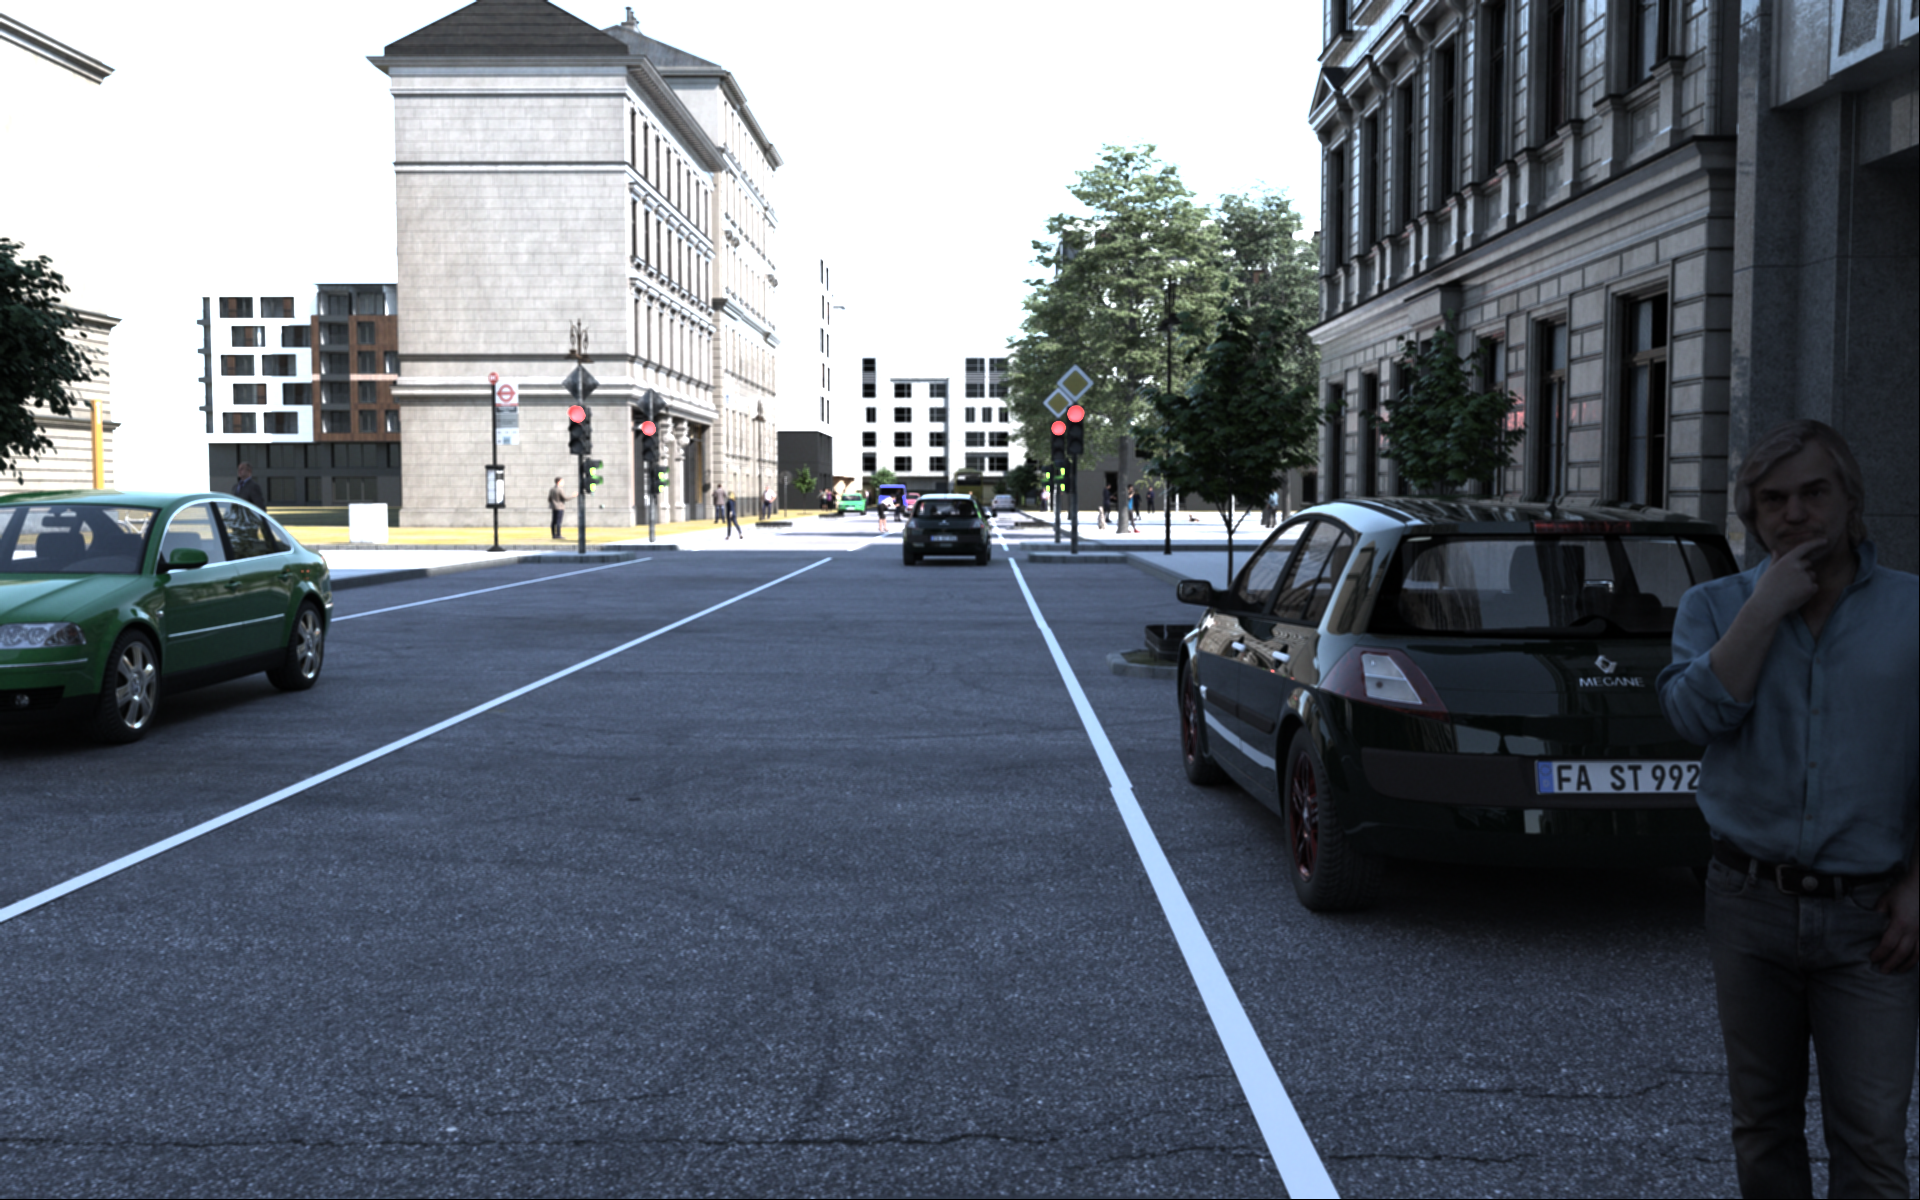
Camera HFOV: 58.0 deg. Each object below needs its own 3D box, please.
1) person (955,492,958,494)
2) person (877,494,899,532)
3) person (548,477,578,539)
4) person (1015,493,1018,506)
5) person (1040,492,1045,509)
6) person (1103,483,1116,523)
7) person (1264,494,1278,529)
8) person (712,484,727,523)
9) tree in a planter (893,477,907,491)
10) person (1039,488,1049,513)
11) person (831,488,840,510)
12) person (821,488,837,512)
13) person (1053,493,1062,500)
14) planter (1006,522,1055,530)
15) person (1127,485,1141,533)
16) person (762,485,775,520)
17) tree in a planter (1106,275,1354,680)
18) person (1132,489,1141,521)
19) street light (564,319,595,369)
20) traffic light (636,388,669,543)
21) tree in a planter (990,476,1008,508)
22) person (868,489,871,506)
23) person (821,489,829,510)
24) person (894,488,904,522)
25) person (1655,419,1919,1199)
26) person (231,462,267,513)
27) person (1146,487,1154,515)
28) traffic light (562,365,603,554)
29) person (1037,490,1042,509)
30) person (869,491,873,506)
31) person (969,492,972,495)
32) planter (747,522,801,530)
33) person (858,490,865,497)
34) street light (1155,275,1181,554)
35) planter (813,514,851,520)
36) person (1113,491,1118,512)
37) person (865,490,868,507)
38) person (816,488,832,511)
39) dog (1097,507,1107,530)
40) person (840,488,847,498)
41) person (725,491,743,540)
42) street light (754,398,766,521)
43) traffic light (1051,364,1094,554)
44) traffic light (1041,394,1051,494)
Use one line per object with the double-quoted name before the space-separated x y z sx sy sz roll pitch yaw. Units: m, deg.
"person" -0.135 -6.474 116.569 0.590 1.554 0.614 1 4 22
"person" -2.749 -3.294 65.545 0.628 1.438 0.799 2 4 30
"person" -11.314 -2.621 49.421 0.750 1.759 0.617 -2 4 -34
"person" 6.000 -10.582 182.321 0.557 1.426 1.065 1 4 21
"person" 7.094 -8.504 148.313 0.421 1.427 0.697 2 4 24
"person" 6.705 -4.356 77.719 0.568 1.767 0.683 1 4 13
"person" 11.544 -3.416 64.106 0.499 1.552 0.429 -1 4 -9
"person" -10.564 -4.235 76.104 0.655 1.722 0.431 -1 4 -11
"tree in a planter" -6.277 -10.831 174.313 1.991 3.239 1.994 0 4 1
"person" 5.793 -6.885 119.555 0.436 1.711 0.756 -3 4 -36
"person" -10.351 -8.340 142.923 1.217 1.766 0.721 0 4 -8
"person" -9.632 -7.370 127.219 1.217 1.739 0.721 0 4 -1
"person" 6.214 -6.338 110.353 0.600 1.739 0.565 0 4 3
"planter" 2.848 -2.978 69.834 1.991 0.319 1.994 0 4 1
"person" 5.595 -2.988 56.762 0.662 1.594 0.647 -1 4 -11
"person" -9.548 -4.817 85.734 0.756 1.711 0.436 2 4 33
"tree in a planter" 2.219 -1.036 14.160 1.991 3.239 1.994 0 4 1
"person" 8.563 -4.600 83.798 0.480 1.512 0.613 1 4 23
"street light" -10.041 -4.467 45.829 0.468 5.910 1.993 0 4 1
"traffic light" -8.031 -3.420 45.169 0.839 4.213 0.868 0 4 1
"tree in a planter" 4.022 -10.802 173.838 1.991 3.239 1.994 0 4 1
"person" -9.886 -11.186 188.921 0.705 1.826 1.348 -1 4 -15
"person" -10.787 -8.030 138.128 0.445 1.727 0.742 3 5 39
"person" -3.161 -4.942 90.115 0.431 1.722 0.655 1 4 20
"person" 1.412 0.483 2.820 0.429 1.552 0.499 -2 4 -34
"person" -10.678 -1.177 25.846 0.990 1.755 0.434 2 4 33
"person" 11.885 -6.216 108.381 0.576 1.737 0.504 2 4 27
"traffic light" -8.122 -2.932 37.184 0.839 4.213 0.868 0 4 1
"person" 6.902 -8.686 149.521 0.593 1.643 0.415 -1 4 -22
"person" -9.619 -10.977 186.986 0.593 1.643 0.415 2 4 24
"person" 0.482 -4.994 92.423 0.388 1.546 0.482 -2 4 -32
"planter" -7.473 -2.985 69.942 1.991 0.319 1.994 0 4 1
"person" -10.499 -10.768 182.780 1.217 1.739 0.721 -3 5 -44
"street light" 4.422 -3.909 36.693 0.468 5.910 1.993 0 4 1
"planter" -7.157 -4.635 96.919 1.991 0.319 1.994 0 4 1
"person" 11.691 -7.412 127.365 1.348 1.807 0.705 0 4 6
"person" -9.219 -9.941 169.516 0.436 1.711 0.756 0 4 -1
"person" -10.386 -7.686 132.495 1.217 1.735 0.721 -1 4 -20
"dog" 4.956 -2.885 61.552 0.513 0.831 0.800 2 4 34
"person" -9.340 -8.207 140.953 0.721 1.735 1.217 3 5 44
"person" -7.119 -2.656 54.471 0.613 1.512 0.480 0 4 1
"street light" -9.638 -6.773 83.518 0.468 5.910 1.993 0 4 1
"traffic light" 2.439 -2.926 37.080 0.839 4.213 0.868 0 4 1
"traffic light" 2.529 -3.414 45.065 0.839 4.213 0.868 0 4 1
